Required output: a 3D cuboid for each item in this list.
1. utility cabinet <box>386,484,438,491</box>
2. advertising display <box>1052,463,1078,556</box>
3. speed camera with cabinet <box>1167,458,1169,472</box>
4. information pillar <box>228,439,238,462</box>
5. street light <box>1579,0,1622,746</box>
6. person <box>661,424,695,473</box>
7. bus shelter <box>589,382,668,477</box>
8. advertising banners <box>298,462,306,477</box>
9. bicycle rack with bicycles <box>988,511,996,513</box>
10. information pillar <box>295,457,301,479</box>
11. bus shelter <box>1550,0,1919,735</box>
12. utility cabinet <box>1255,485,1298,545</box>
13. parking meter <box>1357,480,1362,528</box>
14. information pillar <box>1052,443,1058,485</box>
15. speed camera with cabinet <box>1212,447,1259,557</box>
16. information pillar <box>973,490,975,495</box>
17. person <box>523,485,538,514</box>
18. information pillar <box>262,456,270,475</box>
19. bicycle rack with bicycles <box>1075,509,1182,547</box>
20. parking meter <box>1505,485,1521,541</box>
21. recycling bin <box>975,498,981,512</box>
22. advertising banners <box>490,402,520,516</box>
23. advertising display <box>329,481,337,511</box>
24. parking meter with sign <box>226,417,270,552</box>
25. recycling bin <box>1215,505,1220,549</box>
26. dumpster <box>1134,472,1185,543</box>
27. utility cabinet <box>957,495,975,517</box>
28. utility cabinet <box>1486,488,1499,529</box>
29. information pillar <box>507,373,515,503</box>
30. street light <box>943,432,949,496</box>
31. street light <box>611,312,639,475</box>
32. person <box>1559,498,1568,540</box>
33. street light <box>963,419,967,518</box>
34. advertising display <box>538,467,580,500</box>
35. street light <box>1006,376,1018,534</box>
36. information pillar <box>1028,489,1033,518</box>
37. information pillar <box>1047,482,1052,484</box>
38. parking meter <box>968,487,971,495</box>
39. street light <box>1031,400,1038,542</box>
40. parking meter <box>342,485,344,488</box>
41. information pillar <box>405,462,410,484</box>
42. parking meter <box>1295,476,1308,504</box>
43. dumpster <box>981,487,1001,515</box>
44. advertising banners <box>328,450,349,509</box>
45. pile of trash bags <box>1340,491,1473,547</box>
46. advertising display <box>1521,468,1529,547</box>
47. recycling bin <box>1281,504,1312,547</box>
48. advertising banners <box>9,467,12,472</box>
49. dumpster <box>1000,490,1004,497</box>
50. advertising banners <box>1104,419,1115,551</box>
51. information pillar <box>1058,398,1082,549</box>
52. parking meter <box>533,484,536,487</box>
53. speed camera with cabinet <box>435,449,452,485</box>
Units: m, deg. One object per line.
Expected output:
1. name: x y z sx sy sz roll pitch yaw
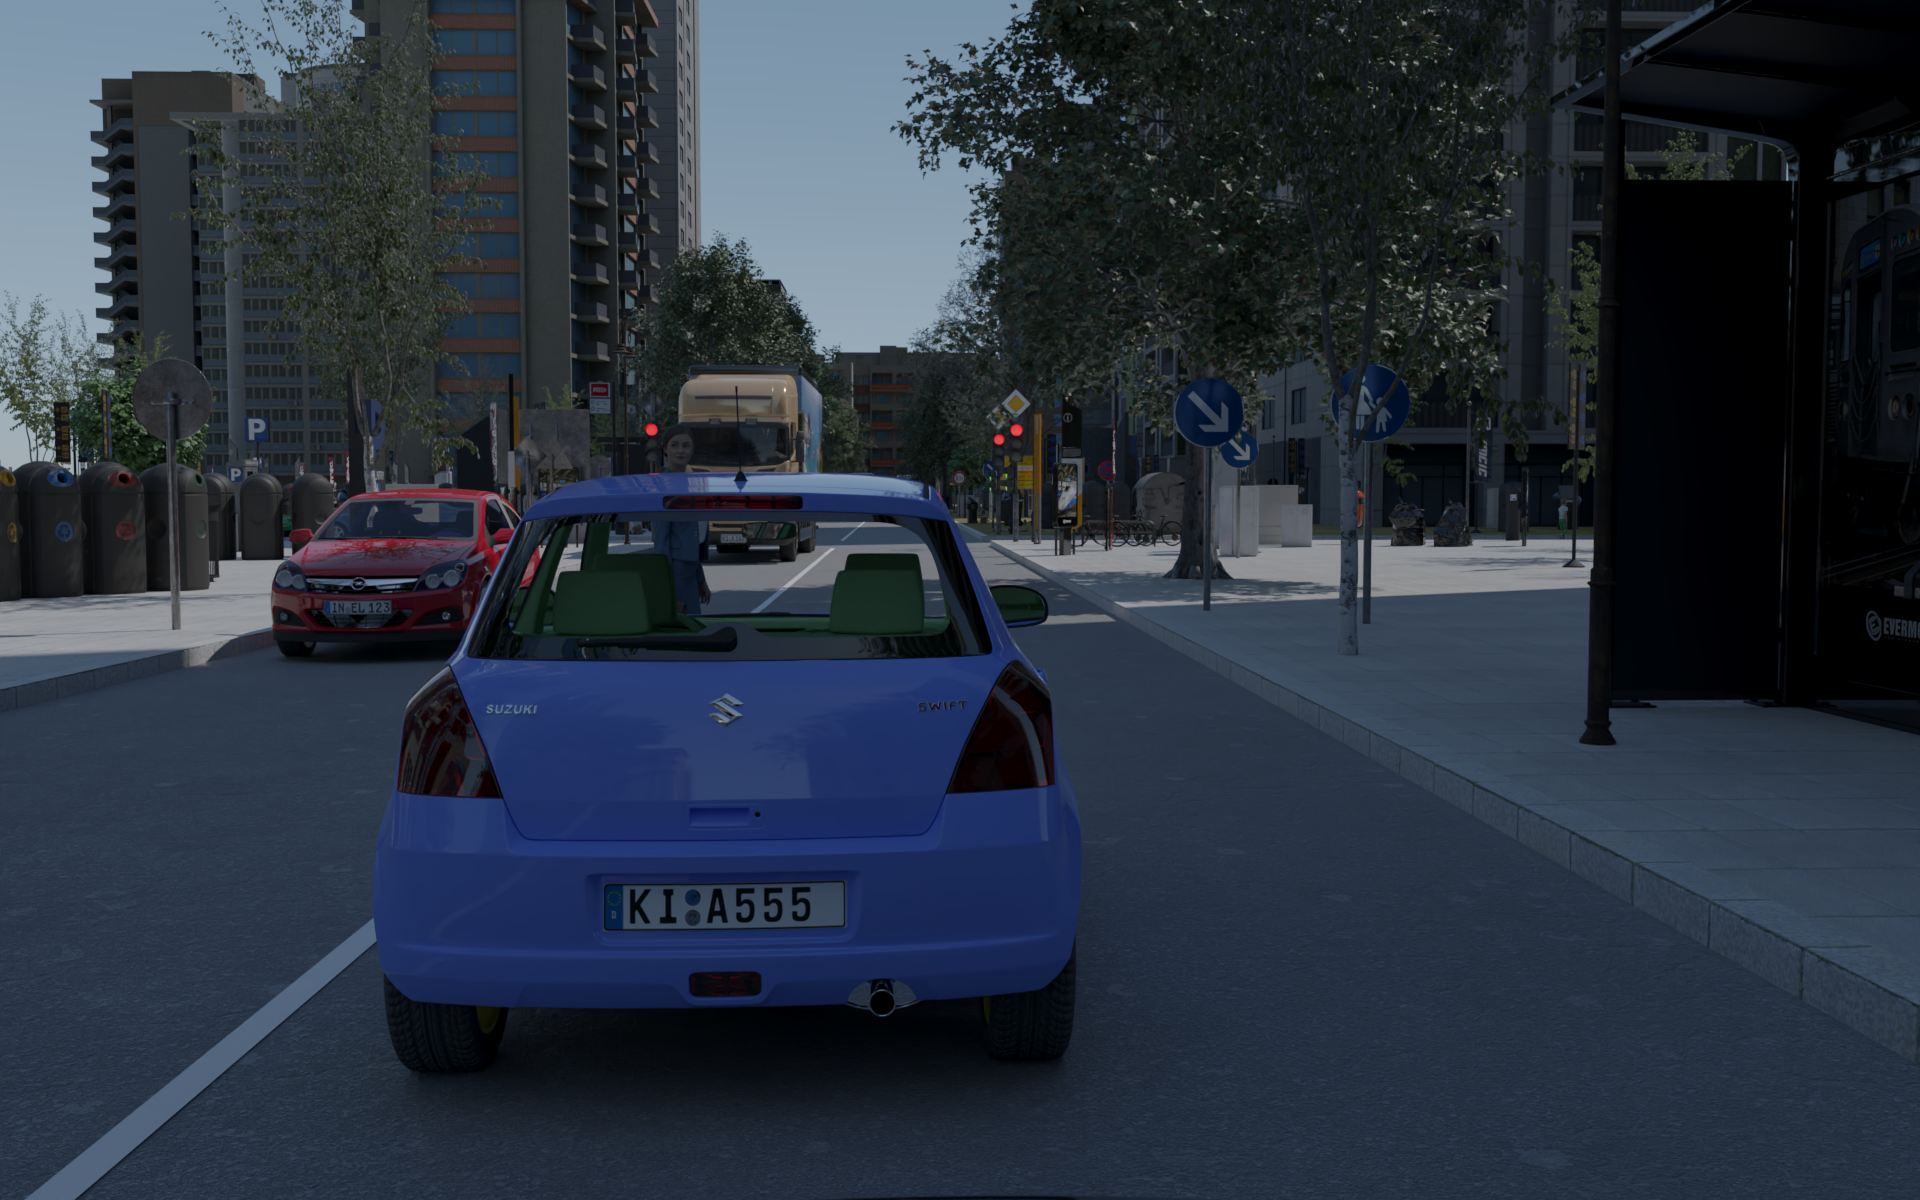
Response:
1. utility cabinet: -12.375 -1.857 39.047 1.173 1.500 0.318 -3 4 -38
2. advertising display: 2.200 -1.896 36.205 0.123 1.923 0.974 2 4 29
3. speed camera with cabinet: 11.340 -6.174 95.286 0.660 3.252 2.038 2 4 31
4. information pillar: -30.877 -5.033 73.649 0.504 3.616 0.183 2 4 25
5. street light: 3.283 -2.199 8.739 0.468 5.910 1.993 0 4 -2
6. person: -1.628 -0.074 9.742 0.654 1.822 0.581 2 4 28
7. bus shelter: -12.268 -5.328 64.743 2.179 5.291 8.768 0 4 -2
8. advertising banners: -36.634 -6.043 94.983 2.074 3.025 0.090 2 4 25
9. bicycle rack with bicycles: 3.216 -6.260 115.734 2.852 0.926 2.925 1 4 22
10. information pillar: -41.501 -7.175 108.669 0.504 3.616 0.183 2 4 35
11. bus shelter: 4.474 -0.983 7.357 1.731 3.624 6.357 0 4 -2
12. utility cabinet: 7.808 -2.110 43.183 1.173 1.500 0.318 -1 4 -11
13. parking meter: 14.761 -3.605 64.657 0.399 1.863 0.255 3 4 37
14. information pillar: 4.440 -5.440 80.296 0.183 3.616 0.504 -2 4 -27
15. speed camera with cabinet: 5.707 -2.568 36.323 0.660 3.252 2.038 0 4 -8
16. information pillar: 1.003 -8.374 128.276 0.183 3.616 0.504 2 4 28
17. person: -12.138 -2.421 49.085 0.512 1.701 0.522 -3 4 -37
18. information pillar: -42.873 -7.076 107.054 0.504 3.616 0.183 1 4 8
19. bicycle rack with bicycles: 4.083 -1.806 42.910 2.925 0.926 2.852 0 4 6
20. parking meter: 15.217 -2.400 47.650 0.372 1.533 0.369 0 3 0
21. recycling bin: 1.113 -7.022 127.363 0.722 1.027 0.722 1 4 13
22. advertising banners: -8.561 -2.223 32.540 0.090 3.025 2.074 -2 4 -27
23. advertising display: -31.873 -5.039 87.605 0.123 1.923 0.974 1 4 20
24. parking meter with sign: -16.025 -2.592 38.640 0.543 3.016 1.738 0 4 3
25. recycling bin: 6.256 -1.728 40.802 0.722 1.027 0.722 2 4 33
26. dumpster: 5.402 -2.489 46.450 1.264 1.857 1.865 0 4 -2
27. utility cabinet: 0.355 -5.375 99.048 1.020 1.237 0.306 0 4 4
28. utility cabinet: 19.730 -3.370 63.784 0.318 1.500 1.173 3 4 36
29. information pillar: -8.764 -2.598 33.831 0.183 3.616 0.504 -1 4 -19
30. street light: -1.008 -9.542 128.799 0.468 5.910 1.993 0 4 -2
31. street light: -8.511 -4.363 44.123 0.468 5.910 1.993 0 4 -2
32. person: 18.379 -2.450 52.803 0.306 1.304 0.590 3 4 38
33. street light: 0.265 -7.323 92.516 0.468 5.910 1.993 0 4 -2
34. advertising display: -9.556 -2.206 41.283 0.974 1.923 0.123 -2 4 -26
35. street light: 1.647 -5.038 55.159 0.468 5.910 1.993 0 4 -2
36. information pillar: 3.847 -5.379 92.443 0.304 2.012 0.304 -3 5 -41
37. information pillar: 5.538 -6.246 106.618 0.304 2.012 0.304 1 4 20
38. parking meter: 0.654 -6.135 106.010 0.255 1.863 0.399 0 4 -7
39. street light: 1.981 -4.481 46.050 0.468 5.910 1.993 0 4 -2
40. parking meter: -36.347 -5.919 102.480 0.399 1.863 0.255 0 4 3
41. information pillar: -40.877 -8.364 128.104 0.504 3.616 0.183 3 5 40
42. parking meter: 11.137 -3.107 56.511 0.399 1.863 0.255 0 4 4
43. dumpster: 1.972 -6.327 109.206 1.264 1.857 1.865 0 4 -2
44. advertising banners: -24.415 -4.401 68.143 0.090 3.025 2.074 1 4 10
45. pile of trash bags: 11.153 -2.056 43.375 3.447 1.369 1.912 3 4 36
46. advertising display: 13.920 -2.291 42.669 0.123 1.923 0.974 1 4 20
47. recycling bin: 8.185 -1.806 42.082 0.722 1.027 0.722 1 4 11
48. advertising banners: -61.274 -7.038 111.263 2.074 3.025 0.090 3 5 40
49. dumpster: 3.599 -7.261 121.207 1.502 2.255 1.985 0 4 -2
50. advertising banners: 3.449 -2.657 39.631 0.090 3.025 2.074 1 4 10
51. information pillar: 2.597 -3.002 40.435 0.504 3.616 0.183 0 4 7
52. parking meter: -19.701 -4.525 79.703 0.399 1.863 0.255 3 5 40
53. speed camera with cabinet: -21.271 -4.765 72.240 0.660 3.252 2.038 0 4 5
